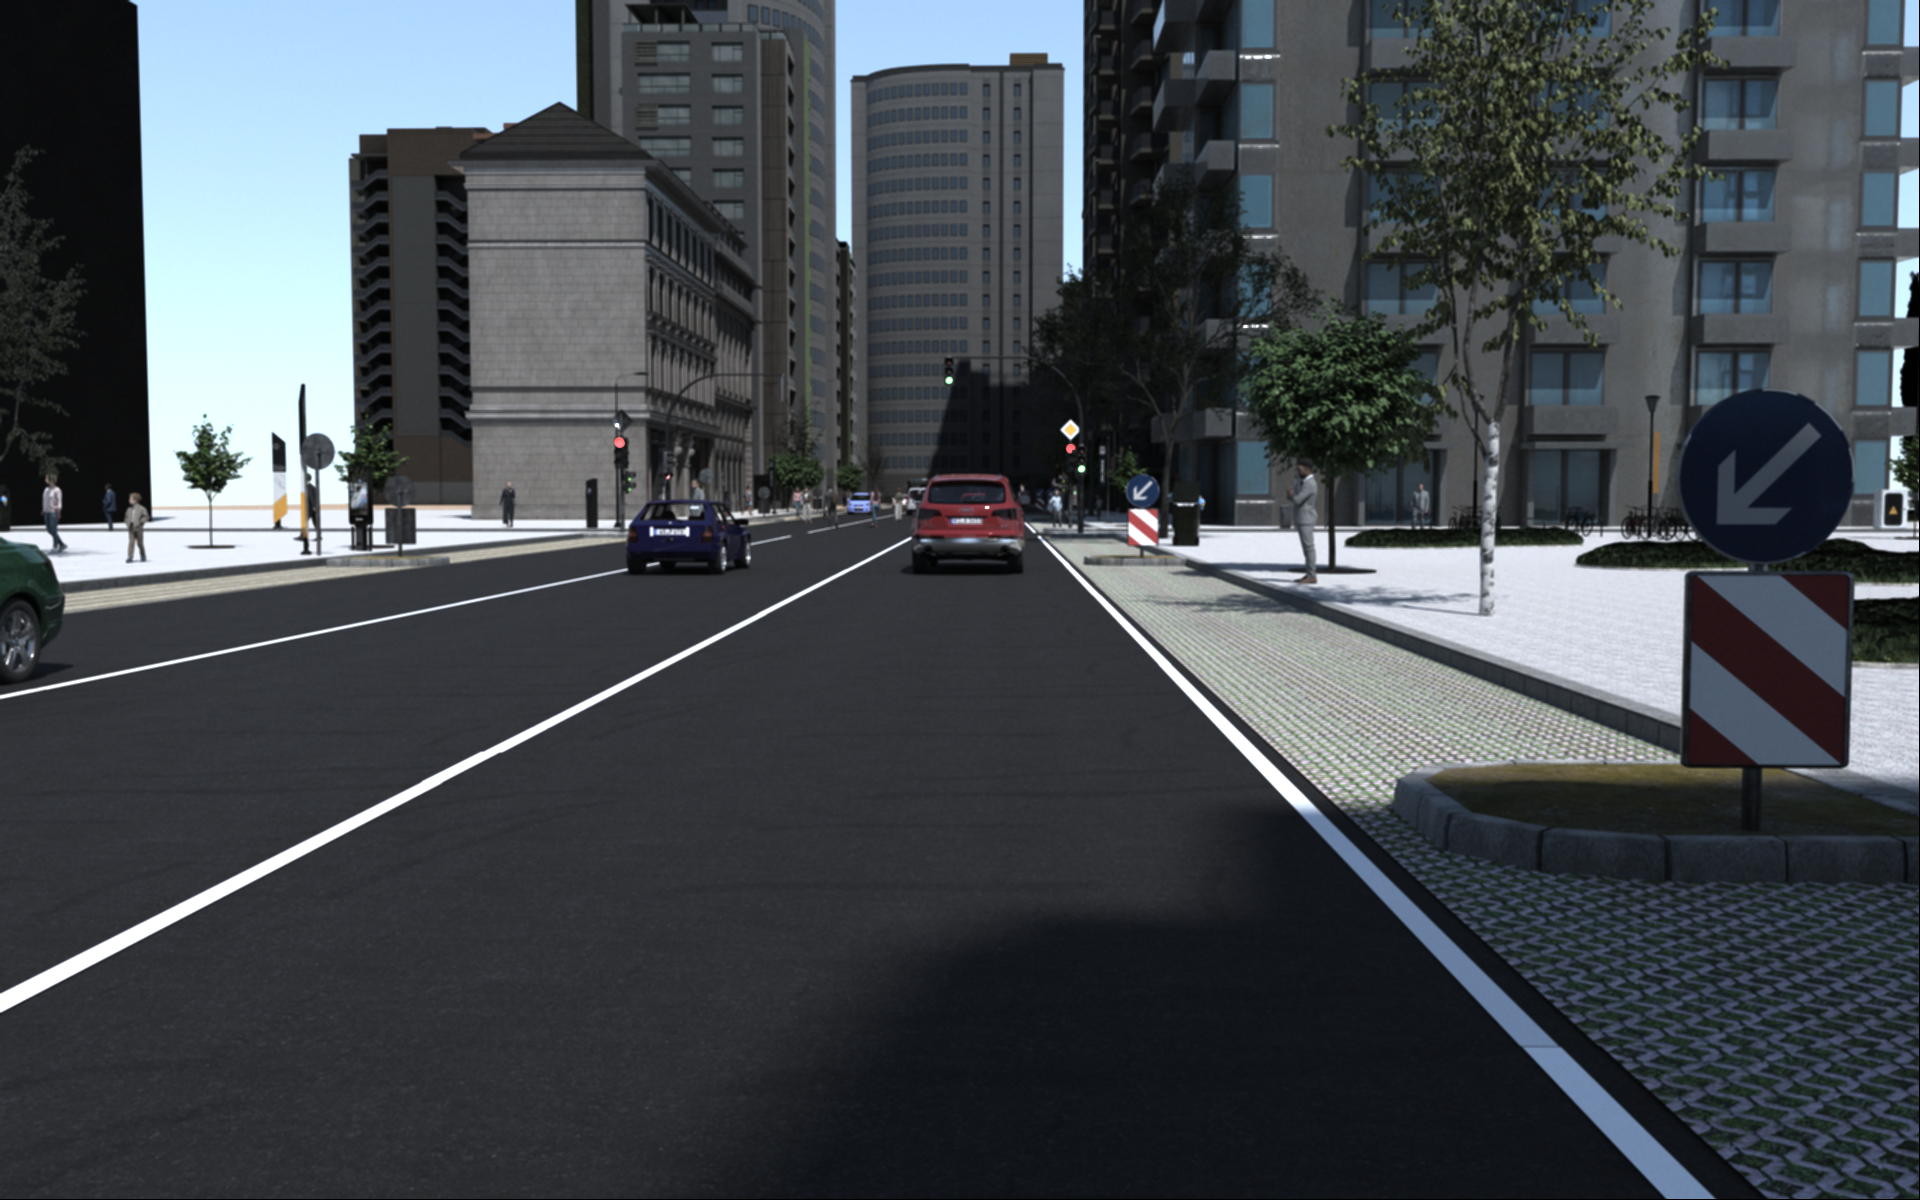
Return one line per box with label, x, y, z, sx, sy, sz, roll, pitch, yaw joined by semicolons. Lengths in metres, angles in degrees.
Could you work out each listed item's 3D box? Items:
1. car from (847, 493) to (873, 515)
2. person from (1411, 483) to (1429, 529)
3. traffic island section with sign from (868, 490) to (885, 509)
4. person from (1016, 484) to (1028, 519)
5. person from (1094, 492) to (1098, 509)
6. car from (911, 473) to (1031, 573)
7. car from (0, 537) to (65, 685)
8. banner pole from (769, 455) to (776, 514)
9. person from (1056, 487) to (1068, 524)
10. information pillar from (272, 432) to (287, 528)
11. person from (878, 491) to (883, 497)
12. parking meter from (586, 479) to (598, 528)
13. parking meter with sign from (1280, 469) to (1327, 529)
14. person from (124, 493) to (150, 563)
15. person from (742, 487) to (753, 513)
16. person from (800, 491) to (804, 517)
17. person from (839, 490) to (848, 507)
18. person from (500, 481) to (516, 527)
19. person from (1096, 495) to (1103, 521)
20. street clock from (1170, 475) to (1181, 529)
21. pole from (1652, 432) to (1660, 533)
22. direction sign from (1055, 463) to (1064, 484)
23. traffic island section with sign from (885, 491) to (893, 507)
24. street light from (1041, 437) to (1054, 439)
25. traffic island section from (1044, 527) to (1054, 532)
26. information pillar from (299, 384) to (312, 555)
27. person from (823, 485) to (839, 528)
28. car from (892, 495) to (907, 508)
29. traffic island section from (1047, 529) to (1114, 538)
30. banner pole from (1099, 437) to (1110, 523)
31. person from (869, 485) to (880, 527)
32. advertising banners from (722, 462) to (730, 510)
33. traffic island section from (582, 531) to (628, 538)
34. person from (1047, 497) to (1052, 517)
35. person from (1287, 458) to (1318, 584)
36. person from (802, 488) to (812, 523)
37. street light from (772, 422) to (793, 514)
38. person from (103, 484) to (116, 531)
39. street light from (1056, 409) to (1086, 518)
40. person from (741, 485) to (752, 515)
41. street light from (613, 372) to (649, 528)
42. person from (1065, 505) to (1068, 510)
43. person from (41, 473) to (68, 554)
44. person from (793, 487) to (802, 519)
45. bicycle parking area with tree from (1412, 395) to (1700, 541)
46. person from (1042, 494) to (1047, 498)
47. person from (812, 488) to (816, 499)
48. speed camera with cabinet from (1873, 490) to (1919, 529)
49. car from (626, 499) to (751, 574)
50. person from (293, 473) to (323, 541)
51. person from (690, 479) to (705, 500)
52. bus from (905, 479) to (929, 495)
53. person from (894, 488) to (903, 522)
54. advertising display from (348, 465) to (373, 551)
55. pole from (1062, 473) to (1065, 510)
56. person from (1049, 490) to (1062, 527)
car;-6.958;-6.867;121.871;1.945;1.707;3.694;0;4;2
person;15.910;-3.141;59.959;0.635;1.810;0.391;1;4;22
traffic island section with sign;-8.557;-9.704;167.288;1.989;1.847;2.006;0;4;1
person;2.767;-4.355;79.069;0.648;1.900;0.474;1;4;18
person;11.487;-8.366;146.058;0.421;1.427;0.697;0;4;-1
car;0.203;-1.479;32.861;2.281;1.827;5.304;0;4;2
car;-8.042;0.003;11.755;2.131;1.459;4.920;0;4;1
banner pole;-11.928;-7.364;110.416;0.401;3.779;0.863;-3;5;-41
person;4.890;-4.578;83.618;0.850;1.792;0.678;0;4;3
information pillar;-25.458;-4.490;64.763;0.504;3.616;0.183;-2;4;-28
person;-10.343;-12.948;220.183;1.348;1.826;0.705;1;4;13
parking meter;-13.863;-3.638;65.194;0.399;1.863;0.255;2;4;33
parking meter with sign;12.768;-4.158;64.251;1.738;3.016;0.543;0;4;-3
person;-15.468;-1.360;32.550;0.475;1.303;0.640;0;4;-6
person;-14.257;-6.706;115.779;0.850;1.850;0.679;2;4;27
person;-9.998;-6.071;109.571;0.589;1.601;0.330;1;4;15
person;-11.647;-10.211;173.674;1.217;1.739;0.721;3;5;45
person;-17.412;-3.685;66.712;0.576;1.772;0.534;-2;4;-27
person;6.711;-4.443;83.362;0.332;1.250;0.352;2;4;23
street clock;8.012;-3.658;64.374;0.358;2.002;0.471;-1;4;-17
pole;22.890;-3.861;56.977;0.158;3.312;0.155;0;3;0
direction sign;7.369;-8.242;126.748;0.876;3.537;0.379;-2;4;-28
traffic island section with sign;-7.988;-11.355;194.285;1.989;1.847;2.006;0;4;1
street light;7.279;-10.255;140.212;1.470;5.913;1.316;0;4;1
traffic island section;4.172;-2.627;65.229;2.009;0.180;2.903;0;4;1
information pillar;-13.860;-2.766;36.577;0.183;3.616;0.504;-1;4;-13
person;-5.415;-3.933;72.771;0.622;1.834;0.822;-1;4;-15
car;-6.119;-10.373;181.959;2.083;1.381;4.827;0;4;-1
traffic island section;4.001;-2.139;57.245;2.009;0.180;2.903;0;4;1
banner pole;6.325;-5.241;75.706;0.401;3.779;0.863;3;5;44
person;-3.655;-4.045;74.639;0.555;1.821;0.388;-3;5;-43
advertising banners;-12.783;-6.015;94.537;0.090;3.025;2.074;0;4;2
traffic island section;-11.237;-2.159;57.575;2.009;0.180;2.903;0;4;1
person;5.076;-5.378;96.628;0.606;1.804;0.583;2;4;31
person;4.923;-1.146;24.956;0.466;1.800;0.511;0;4;-4
person;-7.658;-4.729;86.373;0.519;1.759;0.362;1;4;14
street light;-11.429;-8.500;111.514;1.470;5.913;1.316;0;4;1
person;-30.590;-3.280;62.305;0.419;1.800;0.721;-1;4;-16
street light;6.145;-7.446;94.289;1.470;5.913;1.316;0;4;1
person;-12.627;-5.915;102.851;0.778;1.811;0.616;0;4;6
street light;-12.533;-5.716;65.995;1.470;5.913;1.316;0;4;1
person;8.082;-7.972;136.663;0.850;1.792;0.678;-1;4;-21
person;-19.571;-1.878;37.426;0.731;1.740;0.598;1;4;18
person;-9.441;-5.626;100.502;0.555;1.821;0.388;-3;5;-39
bicycle parking area with tree;17.535;-3.868;50.249;8.231;4.147;9.016;1;4;11
person;8.888;-10.946;185.022;1.348;1.823;0.705;0;4;-6
person;-12.177;-8.542;146.236;0.617;1.759;0.750;0;4;-5
speed camera with cabinet;34.919;-4.256;63.913;2.038;3.252;0.660;0;4;3
car;-4.992;-1.203;32.248;1.945;1.354;3.894;0;4;3
person;-17.779;-2.531;47.194;0.755;1.850;0.659;0;4;2
person;-6.433;-2.064;42.349;0.391;1.810;0.635;-3;4;-36
bus;-4.666;-12.499;199.216;2.948;3.499;13.247;0;4;0
person;-3.217;-4.970;90.308;0.519;1.759;0.362;-3;5;-42
advertising display;-13.540;-2.075;39.138;0.123;1.923;0.974;-3;5;-44
pole;7.135;-7.681;119.432;0.158;3.312;0.155;0;3;0
person;3.740;-3.485;67.287;0.589;1.601;0.330;-1;4;-15
